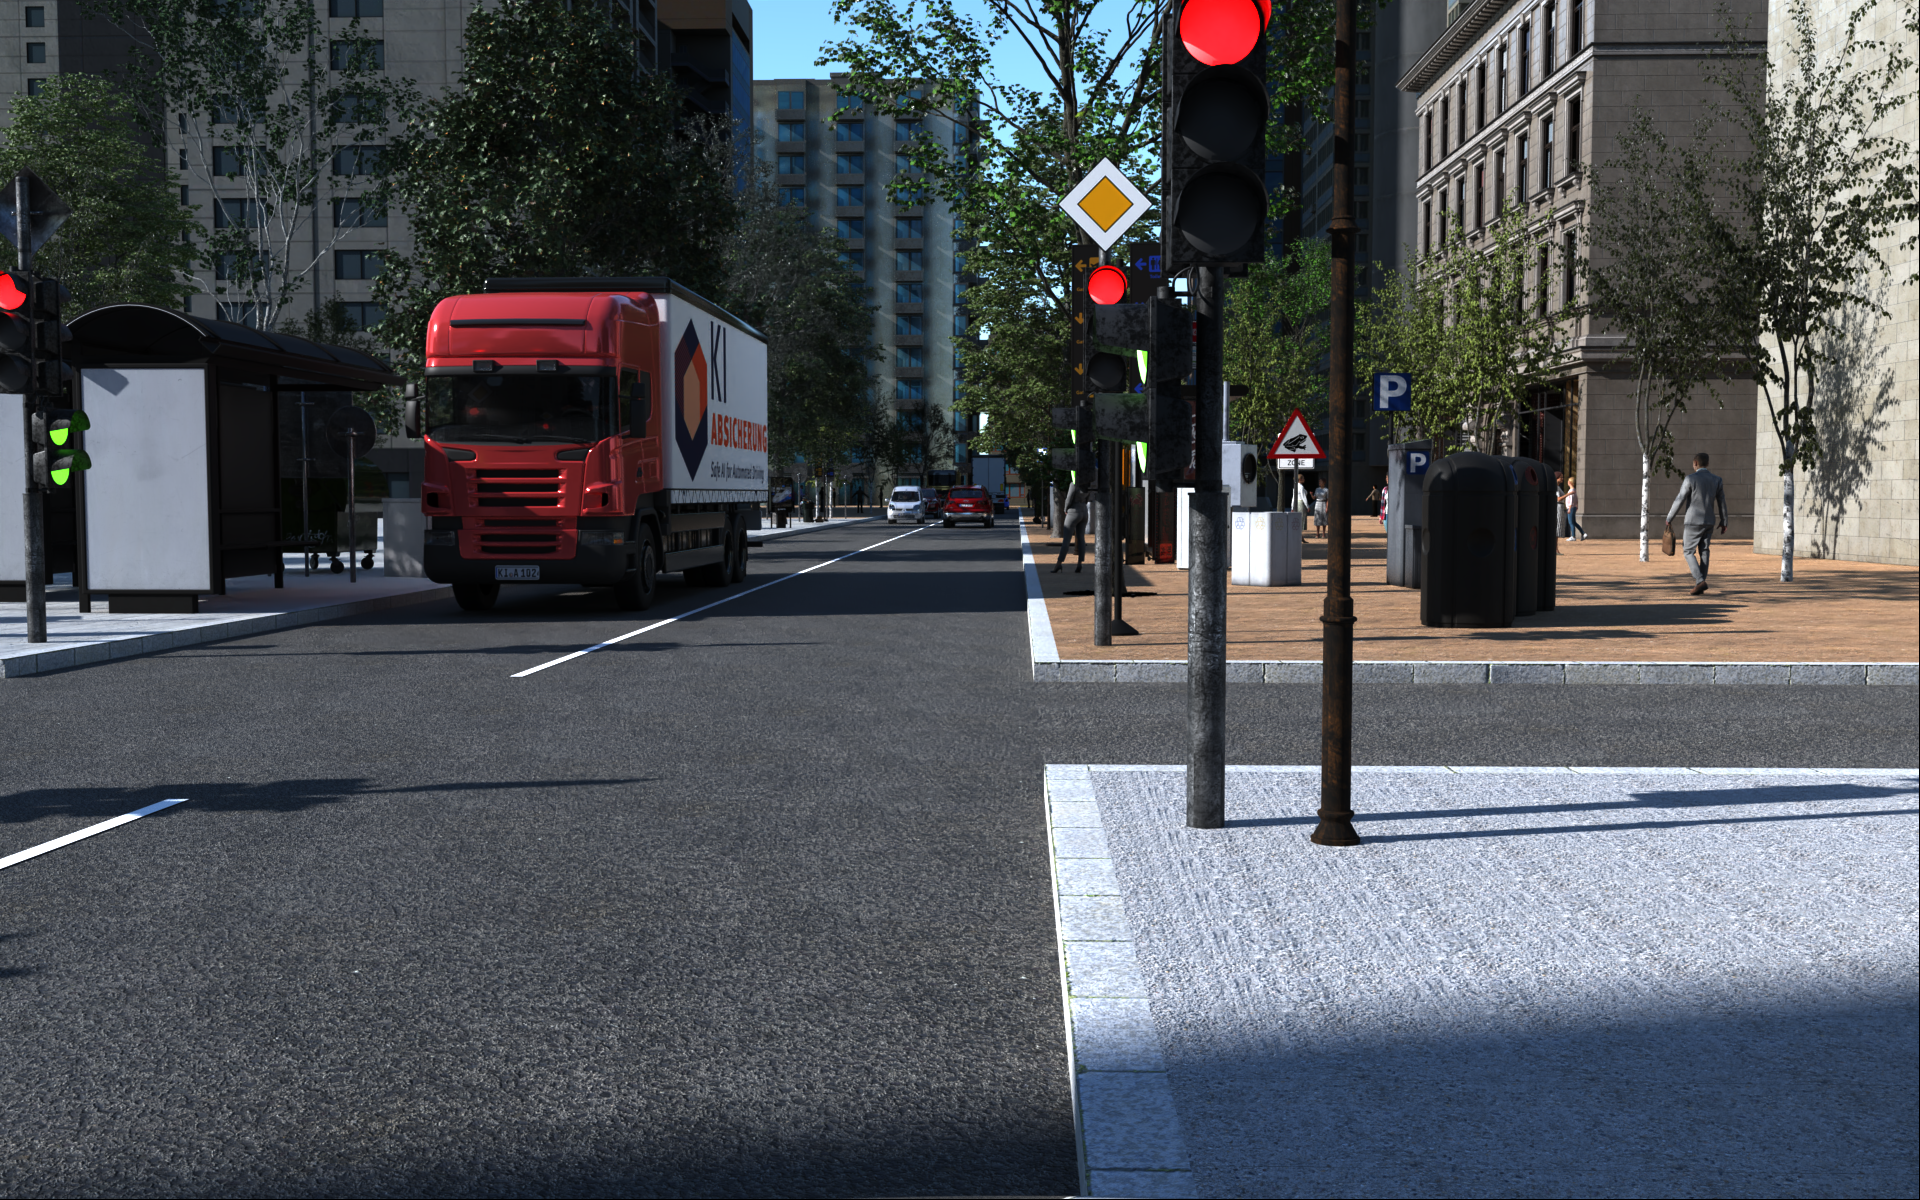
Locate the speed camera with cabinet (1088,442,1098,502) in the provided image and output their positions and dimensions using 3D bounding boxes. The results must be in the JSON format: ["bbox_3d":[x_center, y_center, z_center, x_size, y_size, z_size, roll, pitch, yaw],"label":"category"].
[{"bbox_3d":[4.945,-4.016,60.004,2.038,3.252,0.660,-3,4,-35],"label":"speed camera with cabinet"}]

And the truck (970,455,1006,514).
[{"bbox_3d":[2.092,-8.539,128.523,2.839,4.237,11.283,0,4,1],"label":"truck"}]

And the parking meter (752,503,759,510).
[{"bbox_3d":[-10.632,-5.154,89.975,0.399,1.863,0.255,-1,4,-9],"label":"parking meter"}]

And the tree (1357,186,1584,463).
[{"bbox_3d":[13.026,-5.637,42.526,4.737,8.622,4.395,0,3,0],"label":"tree"}]

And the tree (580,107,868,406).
[{"bbox_3d":[-8.189,-8.845,54.984,12.009,13.543,11.850,0,3,0],"label":"tree"}]

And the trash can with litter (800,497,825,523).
[{"bbox_3d":[-6.621,-4.072,77.962,1.055,1.170,0.624,-2,4,-25],"label":"trash can with litter"}]

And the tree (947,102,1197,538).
[{"bbox_3d":[3.294,-8.105,50.651,7.486,12.596,7.792,0,3,0],"label":"tree"}]

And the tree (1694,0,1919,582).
[{"bbox_3d":[11.895,-4.573,25.133,4.360,8.622,3.978,0,3,0],"label":"tree"}]

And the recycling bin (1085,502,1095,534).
[{"bbox_3d":[4.154,-2.620,55.391,0.722,1.027,0.722,-3,5,-42],"label":"recycling bin"}]

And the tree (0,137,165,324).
[{"bbox_3d":[-19.244,-5.290,36.846,4.360,8.622,3.978,0,3,0],"label":"tree"}]

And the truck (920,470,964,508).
[{"bbox_3d":[-1.270,-8.829,140.273,3.469,3.379,9.791,0,4,2],"label":"truck"}]

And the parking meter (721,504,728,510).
[{"bbox_3d":[-10.603,-4.233,77.623,0.372,1.533,0.369,0,3,0],"label":"parking meter"}]

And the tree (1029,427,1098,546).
[{"bbox_3d":[2.505,-2.956,42.934,1.663,3.219,1.824,0,3,0],"label":"tree"}]

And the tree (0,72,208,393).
[{"bbox_3d":[-24.264,-7.895,47.215,7.486,12.596,7.792,0,3,0],"label":"tree"}]

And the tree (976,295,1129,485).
[{"bbox_3d":[5.660,-11.215,100.371,9.611,12.733,9.660,0,3,0],"label":"tree"}]

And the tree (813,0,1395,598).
[{"bbox_3d":[1.748,-5.863,21.610,9.928,11.665,9.643,0,3,0],"label":"tree"}]

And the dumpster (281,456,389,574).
[{"bbox_3d":[-10.497,-1.596,28.582,1.502,2.255,1.985,0,4,2],"label":"dumpster"}]

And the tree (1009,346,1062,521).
[{"bbox_3d":[4.109,-8.001,81.175,4.360,8.622,3.978,0,3,0],"label":"tree"}]

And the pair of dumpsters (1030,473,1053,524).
[{"bbox_3d":[3.857,-4.493,75.950,1.574,2.255,4.437,0,4,2],"label":"pair of dumpsters"}]

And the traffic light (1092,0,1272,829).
[{"bbox_3d":[0.932,-1.081,6.593,0.839,4.253,0.868,0,4,2],"label":"traffic light"}]

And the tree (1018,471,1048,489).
[{"bbox_3d":[6.468,-9.541,139.713,4.285,4.588,4.351,0,3,0],"label":"tree"}]

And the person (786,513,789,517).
[{"bbox_3d":[-9.660,-5.446,95.600,0.721,1.766,1.217,-1,4,-20],"label":"person"}]

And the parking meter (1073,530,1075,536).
[{"bbox_3d":[3.515,-2.754,53.439,0.372,1.533,0.369,0,3,0],"label":"parking meter"}]

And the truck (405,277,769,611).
[{"bbox_3d":[-4.833,-2.189,24.710,2.839,4.237,11.283,0,4,3],"label":"truck"}]

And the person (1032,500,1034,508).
[{"bbox_3d":[6.742,-9.299,158.219,0.705,1.807,1.348,0,4,-3],"label":"person"}]

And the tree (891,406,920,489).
[{"bbox_3d":[-5.376,-11.773,142.845,4.737,8.622,4.395,0,3,0],"label":"tree"}]

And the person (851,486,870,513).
[{"bbox_3d":[-6.709,-6.740,116.375,1.348,1.807,0.705,1,4,15],"label":"person"}]

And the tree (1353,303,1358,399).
[{"bbox_3d":[13.793,-6.112,50.298,4.737,8.622,4.395,0,3,0],"label":"tree"}]

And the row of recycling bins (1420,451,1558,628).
[{"bbox_3d":[5.515,-0.669,18.053,1.069,1.692,3.534,2,4,27],"label":"row of recycling bins"}]

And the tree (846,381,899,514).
[{"bbox_3d":[-5.800,-9.854,111.474,4.360,8.622,3.978,0,3,0],"label":"tree"}]

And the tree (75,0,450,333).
[{"bbox_3d":[-23.440,-12.511,60.450,12.611,20.169,13.585,0,3,0],"label":"tree"}]

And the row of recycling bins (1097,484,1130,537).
[{"bbox_3d":[5.824,-2.742,51.944,3.534,1.692,1.069,-1,4,-11],"label":"row of recycling bins"}]

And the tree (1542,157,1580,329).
[{"bbox_3d":[13.247,-5.031,32.619,4.360,8.622,3.978,0,3,0],"label":"tree"}]

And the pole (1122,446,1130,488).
[{"bbox_3d":[6.060,-4.268,63.633,0.158,3.312,0.155,0,3,0],"label":"pole"}]

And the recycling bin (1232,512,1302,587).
[{"bbox_3d":[4.313,-0.721,24.351,0.722,1.027,0.722,-3,5,-40],"label":"recycling bin"}]

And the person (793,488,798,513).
[{"bbox_3d":[-11.421,-6.794,117.804,1.217,1.739,0.721,0,4,-2],"label":"person"}]

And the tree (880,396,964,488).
[{"bbox_3d":[-3.830,-14.118,165.233,8.767,10.594,7.601,0,4,1],"label":"tree"}]

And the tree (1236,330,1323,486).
[{"bbox_3d":[14.438,-7.810,78.058,4.360,8.622,3.978,0,3,0],"label":"tree"}]

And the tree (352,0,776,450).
[{"bbox_3d":[-8.763,-7.413,38.216,9.611,12.733,9.660,0,3,0],"label":"tree"}]

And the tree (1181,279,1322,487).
[{"bbox_3d":[10.029,-6.629,58.745,4.737,8.622,4.395,0,3,0],"label":"tree"}]

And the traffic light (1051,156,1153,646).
[{"bbox_3d":[1.194,-1.569,14.574,0.839,4.253,0.868,0,4,2],"label":"traffic light"}]

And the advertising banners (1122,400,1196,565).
[{"bbox_3d":[3.755,-2.182,31.869,2.074,3.025,0.090,-3,4,-38],"label":"advertising banners"}]

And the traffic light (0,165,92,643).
[{"bbox_3d":[-7.963,-1.586,14.857,0.839,4.253,0.868,0,4,2],"label":"traffic light"}]

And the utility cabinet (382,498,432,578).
[{"bbox_3d":[-8.497,-0.961,26.869,1.020,1.237,0.306,2,4,32],"label":"utility cabinet"}]

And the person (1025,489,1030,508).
[{"bbox_3d":[6.128,-9.155,156.446,0.721,1.735,1.217,1,4,19],"label":"person"}]

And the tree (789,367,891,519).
[{"bbox_3d":[-6.824,-8.688,92.410,4.737,8.622,4.395,0,3,0],"label":"tree"}]

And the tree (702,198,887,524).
[{"bbox_3d":[-7.766,-10.192,73.287,9.857,13.997,8.962,0,3,0],"label":"tree"}]

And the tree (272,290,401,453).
[{"bbox_3d":[-28.935,-8.812,78.483,7.601,10.594,8.767,-1,4,-16],"label":"tree"}]

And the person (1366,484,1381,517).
[{"bbox_3d":[23.313,-5.587,97.398,1.348,1.823,0.705,-3,5,-41],"label":"person"}]

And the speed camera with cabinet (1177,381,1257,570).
[{"bbox_3d":[4.450,-2.171,29.826,0.660,3.252,2.038,2,4,34],"label":"speed camera with cabinet"}]
